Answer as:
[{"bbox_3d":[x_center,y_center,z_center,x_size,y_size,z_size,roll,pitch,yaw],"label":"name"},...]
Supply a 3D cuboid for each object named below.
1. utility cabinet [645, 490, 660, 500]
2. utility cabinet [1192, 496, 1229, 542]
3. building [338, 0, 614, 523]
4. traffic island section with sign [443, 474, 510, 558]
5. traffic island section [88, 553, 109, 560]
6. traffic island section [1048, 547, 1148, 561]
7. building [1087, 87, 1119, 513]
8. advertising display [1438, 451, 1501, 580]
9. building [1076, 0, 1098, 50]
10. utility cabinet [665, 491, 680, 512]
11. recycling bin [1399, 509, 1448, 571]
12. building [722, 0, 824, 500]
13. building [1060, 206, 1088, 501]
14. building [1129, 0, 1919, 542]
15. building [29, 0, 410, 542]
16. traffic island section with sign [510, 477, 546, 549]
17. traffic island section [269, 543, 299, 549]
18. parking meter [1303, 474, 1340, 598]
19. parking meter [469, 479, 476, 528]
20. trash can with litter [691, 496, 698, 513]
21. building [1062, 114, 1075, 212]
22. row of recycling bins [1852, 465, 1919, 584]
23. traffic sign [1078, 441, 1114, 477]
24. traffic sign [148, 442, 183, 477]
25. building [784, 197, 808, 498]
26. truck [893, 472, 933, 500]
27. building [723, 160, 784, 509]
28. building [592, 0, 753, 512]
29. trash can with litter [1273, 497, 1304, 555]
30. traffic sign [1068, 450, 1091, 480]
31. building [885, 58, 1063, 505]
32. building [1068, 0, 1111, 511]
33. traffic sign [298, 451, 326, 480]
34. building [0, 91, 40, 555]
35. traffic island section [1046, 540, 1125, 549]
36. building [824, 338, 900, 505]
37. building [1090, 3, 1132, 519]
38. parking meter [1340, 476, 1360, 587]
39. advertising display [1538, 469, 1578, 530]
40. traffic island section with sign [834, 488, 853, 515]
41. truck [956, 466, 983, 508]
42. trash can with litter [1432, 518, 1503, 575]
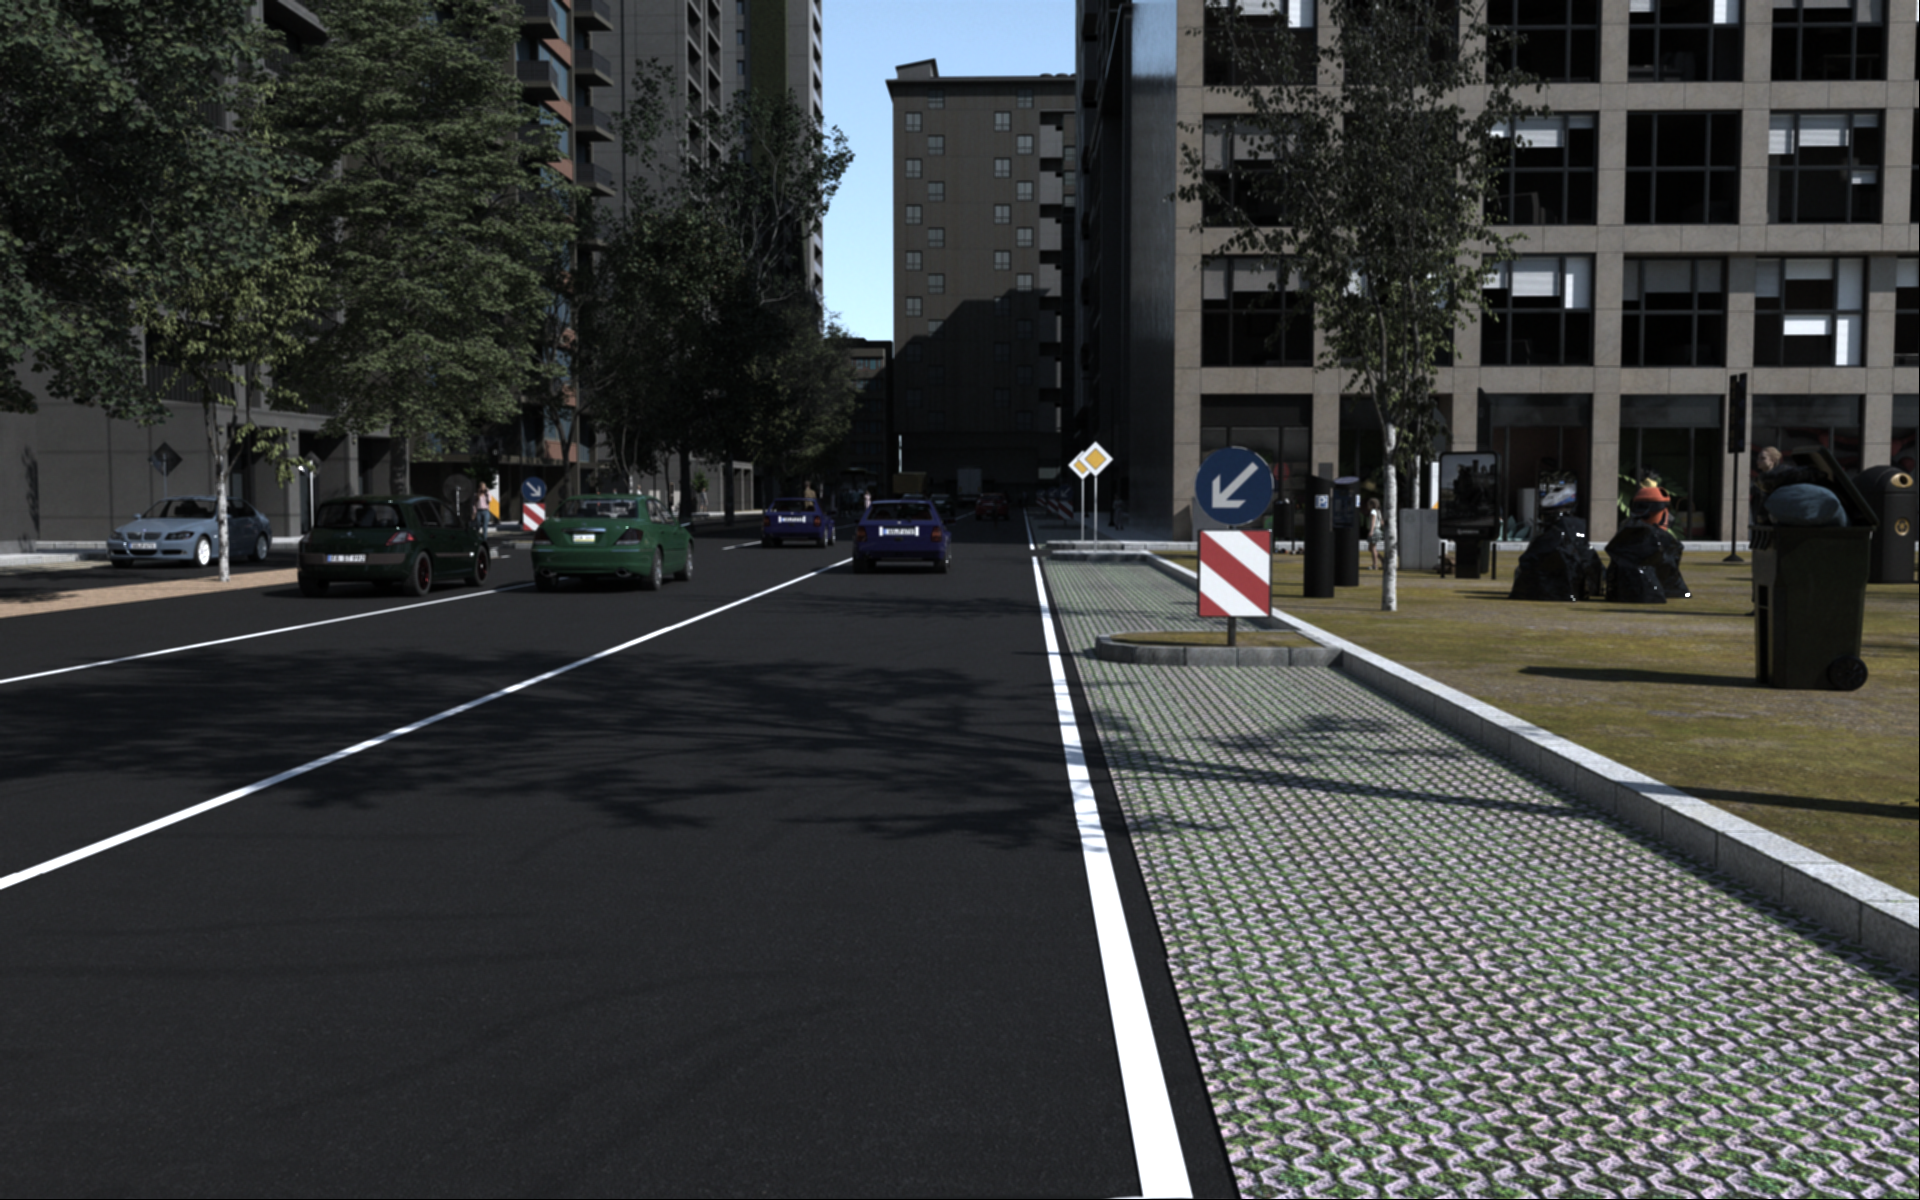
[{"bbox_3d":[-18.357,-5.789,103.333,0.318,1.500,1.173,2,4,24],"label":"utility cabinet"},{"bbox_3d":[6.705,-2.136,46.093,1.020,1.237,0.306,2,4,31],"label":"utility cabinet"},{"bbox_3d":[-30.392,-26.547,88.667,22.147,44.769,28.867,0,4,2],"label":"building"},{"bbox_3d":[-11.465,-1.879,38.854,2.006,1.907,1.989,0,4,2],"label":"traffic island section with sign"},{"bbox_3d":[-17.812,-1.013,38.844,2.009,0.180,2.903,0,4,2],"label":"traffic island section"},{"bbox_3d":[3.016,-0.968,38.105,2.009,0.180,2.903,0,4,2],"label":"traffic island section"},{"bbox_3d":[15.489,-19.248,108.210,14.314,27.812,24.014,0,4,2],"label":"building"},{"bbox_3d":[7.705,-1.285,26.229,0.123,1.923,0.974,-3,5,-45],"label":"advertising display"},{"bbox_3d":[24.025,-34.540,153.965,28.713,52.752,27.495,0,4,2],"label":"building"},{"bbox_3d":[-20.002,-6.878,121.141,1.173,1.500,0.318,-2,4,-27],"label":"utility cabinet"},{"bbox_3d":[7.858,-1.028,29.363,0.722,1.027,0.722,1,4,22],"label":"recycling bin"},{"bbox_3d":[-29.248,-39.447,186.960,28.212,58.520,21.231,0,4,2],"label":"building"},{"bbox_3d":[17.205,-24.707,175.661,14.160,30.474,14.107,0,4,2],"label":"building"},{"bbox_3d":[23.061,-15.308,54.808,34.151,26.468,19.350,0,4,2],"label":"building"},{"bbox_3d":[-29.840,-37.726,55.072,20.563,71.187,20.611,0,4,2],"label":"building"},{"bbox_3d":[-11.194,-2.332,46.257,2.006,1.907,1.989,0,4,2],"label":"traffic island section with sign"},{"bbox_3d":[-17.530,-1.501,46.824,2.009,0.180,2.903,0,4,2],"label":"traffic island section"},{"bbox_3d":[4.461,-0.800,21.495,0.372,1.533,0.369,0,3,0],"label":"parking meter"},{"bbox_3d":[-18.360,-3.641,65.248,0.255,1.863,0.399,-1,4,-20],"label":"parking meter"},{"bbox_3d":[-17.853,-6.320,114.718,0.624,1.170,1.055,-3,5,-44],"label":"trash can with litter"},{"bbox_3d":[18.133,-30.935,189.379,14.154,41.232,14.086,0,4,2],"label":"building"},{"bbox_3d":[14.580,-1.072,24.641,3.534,1.692,1.069,1,4,17],"label":"row of recycling bins"},{"bbox_3d":[2.992,-2.192,38.023,0.795,2.593,0.064,0,4,2],"label":"traffic sign"},{"bbox_3d":[-17.788,-2.238,38.776,0.795,2.593,0.064,0,4,2],"label":"traffic sign"},{"bbox_3d":[-22.409,-24.059,165.063,14.160,30.474,14.107,0,4,2],"label":"building"},{"bbox_3d":[-4.262,-9.538,151.865,3.469,3.379,9.791,0,4,2],"label":"truck"},{"bbox_3d":[-23.667,-23.200,151.018,14.160,30.474,14.107,0,4,2],"label":"building"},{"bbox_3d":[-26.824,-42.406,131.583,20.563,71.187,20.611,0,4,2],"label":"building"},{"bbox_3d":[7.175,-1.586,36.981,1.678,1.210,2.233,-3,5,-44],"label":"trash can with litter"},{"bbox_3d":[3.275,-2.680,46.003,0.795,2.593,0.064,0,4,2],"label":"traffic sign"},{"bbox_3d":[5.493,-38.488,218.521,27.495,52.752,28.713,0,4,2],"label":"building"},{"bbox_3d":[18.746,-42.282,129.566,20.563,71.187,20.611,0,4,2],"label":"building"},{"bbox_3d":[-17.506,-2.726,46.756,0.795,2.593,0.064,0,4,2],"label":"traffic sign"},{"bbox_3d":[-35.238,-13.039,32.248,30.058,24.678,14.314,0,4,2],"label":"building"},{"bbox_3d":[3.298,-1.456,46.085,2.009,0.180,2.903,0,4,2],"label":"traffic island section"},{"bbox_3d":[-22.987,-22.909,219.597,28.899,21.520,27.650,0,4,2],"label":"building"},{"bbox_3d":[13.842,-16.027,81.116,14.314,24.678,30.058,0,4,2],"label":"building"},{"bbox_3d":[5.374,-0.961,24.123,0.372,1.533,0.369,0,3,0],"label":"parking meter"},{"bbox_3d":[15.553,-2.437,45.063,0.974,1.923,0.123,1,4,18],"label":"advertising display"},{"bbox_3d":[-8.545,-6.924,121.349,2.006,1.907,1.989,0,4,2],"label":"traffic island section with sign"},{"bbox_3d":[0.996,-11.631,179.076,2.839,4.237,11.283,0,4,0],"label":"truck"},{"bbox_3d":[8.154,-1.007,27.853,1.055,1.170,0.624,-2,4,-31],"label":"trash can with litter"}]
